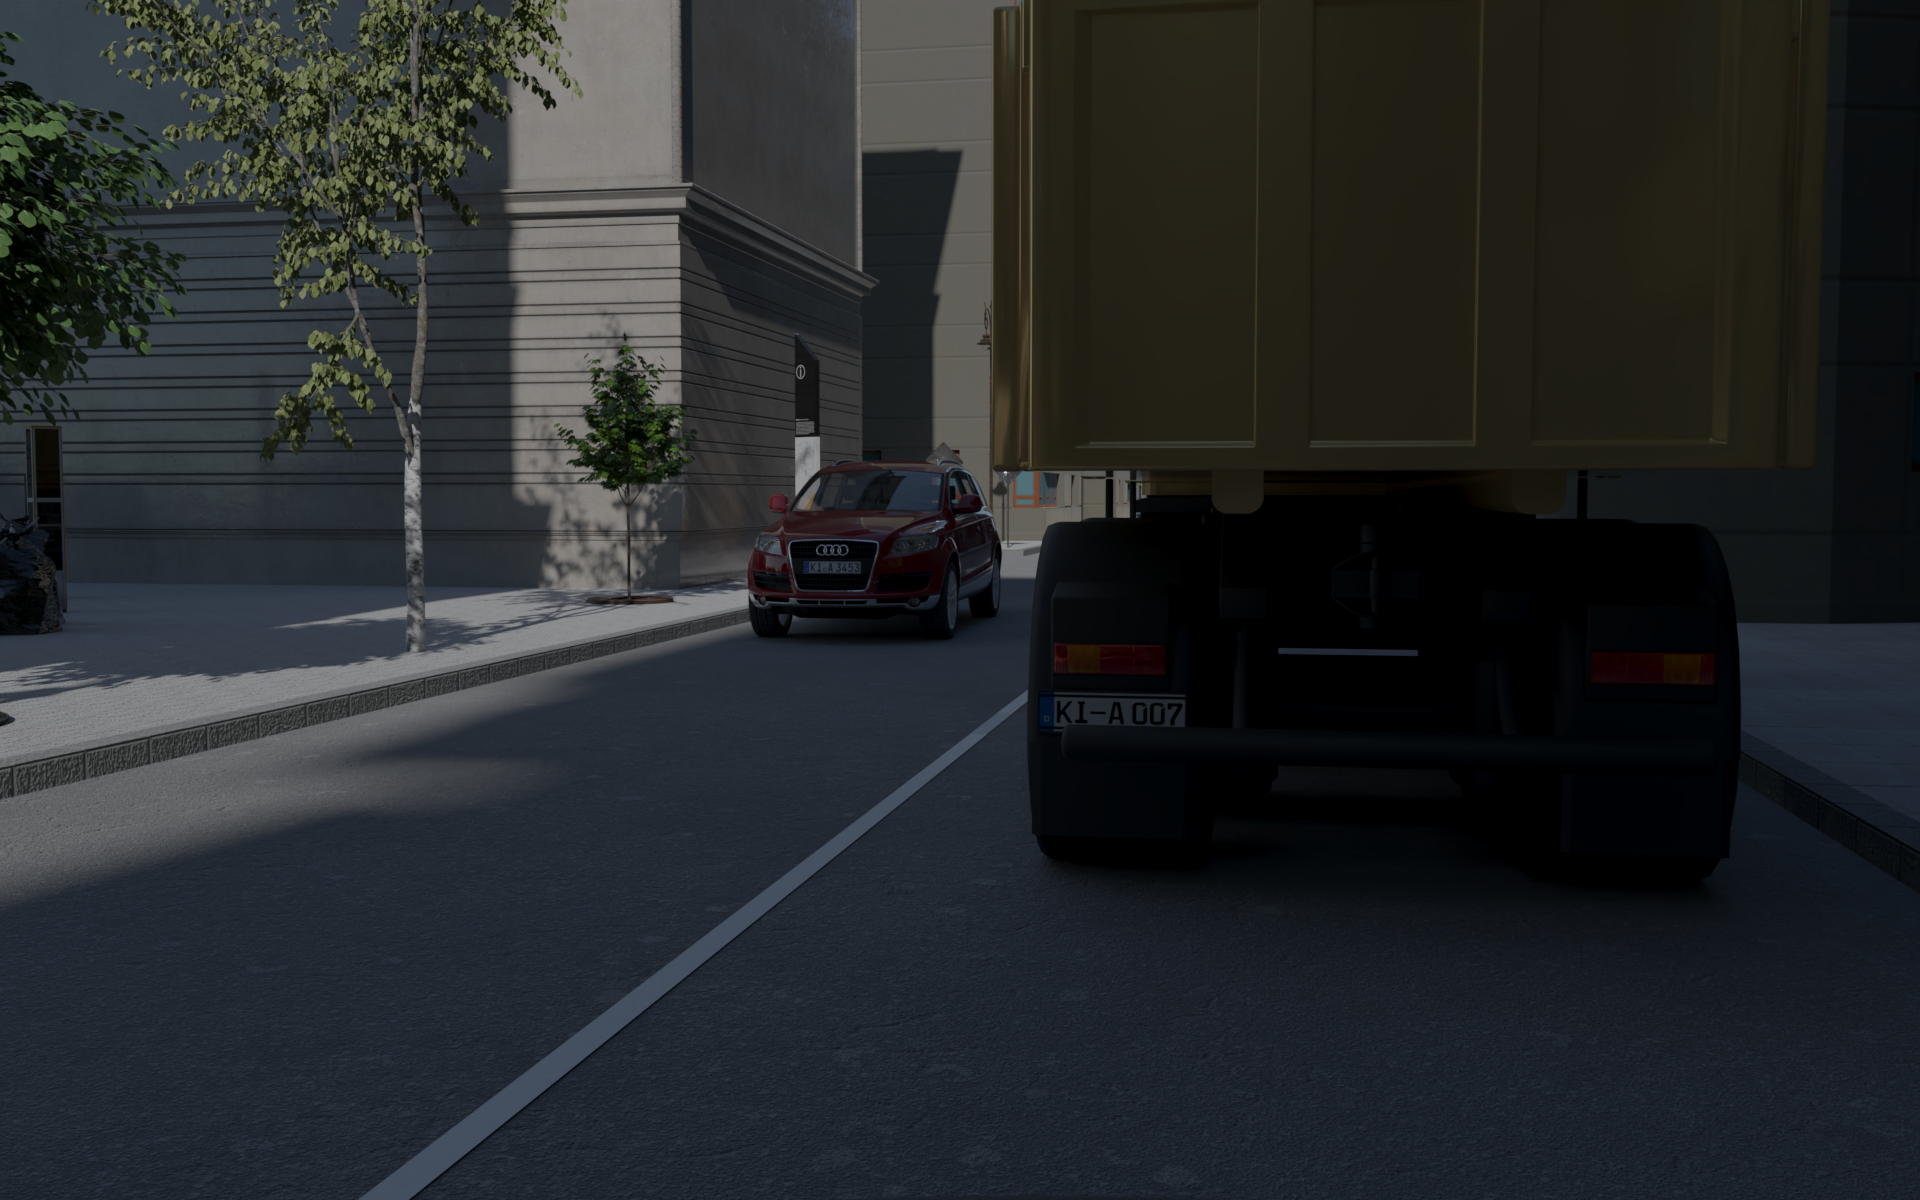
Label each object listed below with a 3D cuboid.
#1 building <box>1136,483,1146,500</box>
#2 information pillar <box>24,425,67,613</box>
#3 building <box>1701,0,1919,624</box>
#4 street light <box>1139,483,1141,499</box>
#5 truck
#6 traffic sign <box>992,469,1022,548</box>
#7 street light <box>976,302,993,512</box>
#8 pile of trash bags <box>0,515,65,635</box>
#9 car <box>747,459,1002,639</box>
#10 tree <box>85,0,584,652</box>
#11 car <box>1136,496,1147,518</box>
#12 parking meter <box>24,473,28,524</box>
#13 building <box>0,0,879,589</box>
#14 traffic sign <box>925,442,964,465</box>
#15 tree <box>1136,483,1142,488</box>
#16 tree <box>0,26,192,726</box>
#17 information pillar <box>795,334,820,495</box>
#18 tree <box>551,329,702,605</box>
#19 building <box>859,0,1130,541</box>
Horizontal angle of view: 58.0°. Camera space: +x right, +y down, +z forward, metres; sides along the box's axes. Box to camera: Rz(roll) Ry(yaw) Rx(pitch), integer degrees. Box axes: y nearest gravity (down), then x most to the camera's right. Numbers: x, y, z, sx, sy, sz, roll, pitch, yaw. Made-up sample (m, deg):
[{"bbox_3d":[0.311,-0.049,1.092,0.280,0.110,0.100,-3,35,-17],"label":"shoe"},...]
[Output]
[{"bbox_3d":[0.171,-33.989,97.722,21.231,58.520,28.212,1,4,11],"label":"building"},{"bbox_3d":[-9.869,-0.869,18.703,0.304,2.012,0.304,-3,5,-40],"label":"information pillar"},{"bbox_3d":[18.427,-10.029,9.020,27.650,21.520,28.899,1,4,11],"label":"building"},{"bbox_3d":[8.696,-6.775,83.556,0.468,5.910,1.993,1,4,11],"label":"street light"},{"bbox_3d":[2.181,-0.871,10.158,3.469,3.379,9.791,1,4,10],"label":"truck"},{"bbox_3d":[1.149,-2.303,41.298,0.795,2.450,0.064,1,4,11],"label":"traffic sign"},{"bbox_3d":[0.749,-4.207,41.575,0.468,5.910,1.993,1,4,11],"label":"street light"},{"bbox_3d":[-10.176,-0.392,16.160,3.447,1.369,1.912,-1,4,-13],"label":"pile of trash bags"},{"bbox_3d":[-0.794,-0.625,18.899,2.281,1.827,5.304,1,4,9],"label":"car"},{"bbox_3d":[-4.685,-3.886,13.900,4.737,8.622,4.395,0,3,0],"label":"tree"},{"bbox_3d":[7.545,-3.243,65.033,2.014,1.417,4.499,1,4,9],"label":"car"},{"bbox_3d":[-11.244,-0.785,21.241,0.372,1.533,0.369,0,3,0],"label":"parking meter"},{"bbox_3d":[-12.432,-11.812,29.285,21.152,22.565,11.583,1,4,11],"label":"building"},{"bbox_3d":[-0.326,-1.823,33.450,0.795,2.450,0.064,1,4,11],"label":"traffic sign"},{"bbox_3d":[8.123,-7.926,79.954,4.737,8.622,4.395,0,3,0],"label":"tree"},{"bbox_3d":[-6.091,-1.566,9.313,4.285,4.588,4.351,0,3,0],"label":"tree"},{"bbox_3d":[-2.233,-2.074,25.259,0.183,3.616,0.504,-3,5,-43],"label":"information pillar"},{"bbox_3d":[-4.023,-1.576,20.370,1.663,3.219,1.824,0,3,0],"label":"tree"},{"bbox_3d":[-8.590,-13.353,63.368,27.650,21.520,28.899,1,4,11],"label":"building"}]
